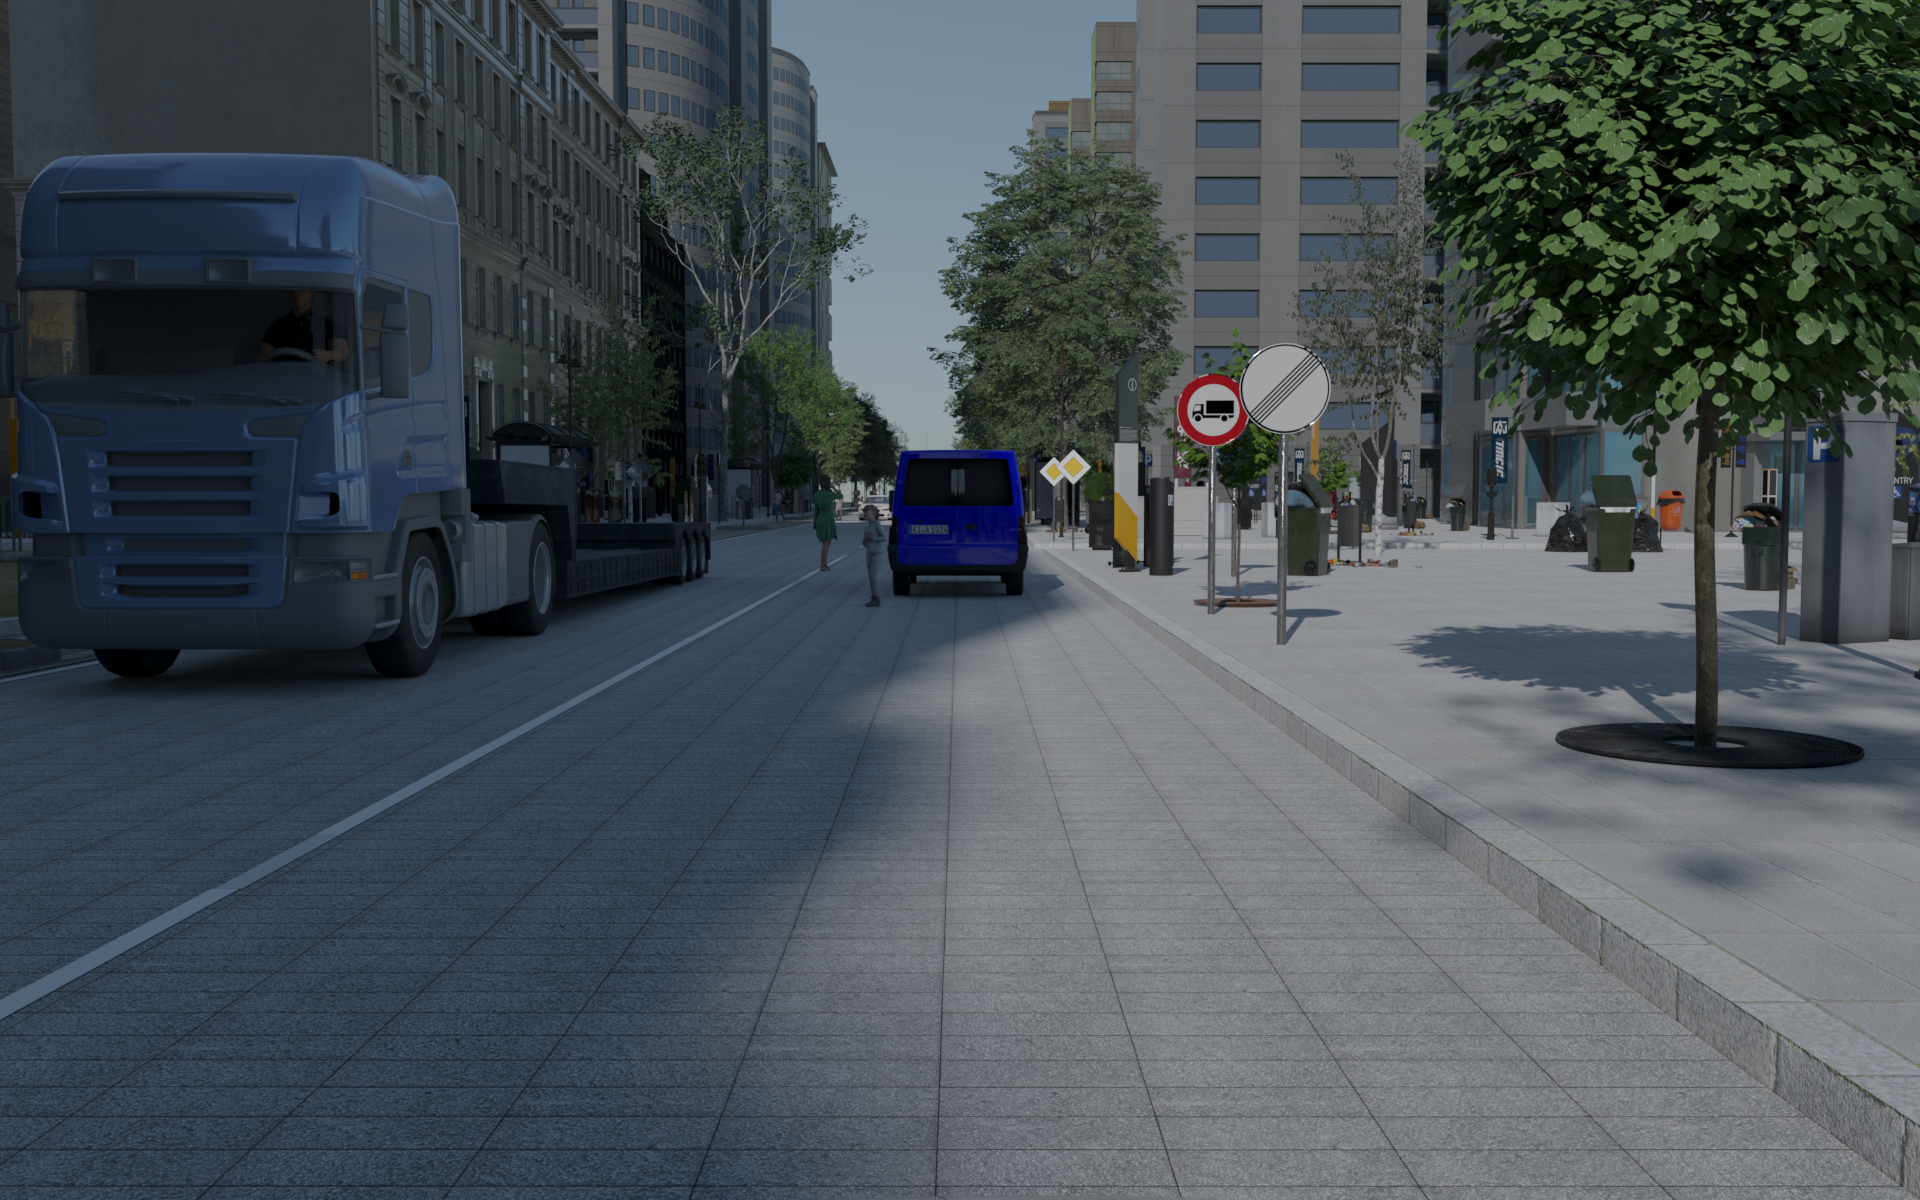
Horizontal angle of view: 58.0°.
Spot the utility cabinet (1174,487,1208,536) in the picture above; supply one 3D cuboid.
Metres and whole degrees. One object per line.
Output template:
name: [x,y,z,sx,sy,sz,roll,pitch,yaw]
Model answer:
utility cabinet: [7.019,-2.708,52.949,1.173,1.500,0.318,1,4,16]

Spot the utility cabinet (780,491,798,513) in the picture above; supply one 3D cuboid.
utility cabinet: [-11.741,-6.736,118.806,1.173,1.500,0.318,-2,4,-30]

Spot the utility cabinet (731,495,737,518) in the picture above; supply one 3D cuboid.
utility cabinet: [-11.917,-4.916,91.536,0.306,1.237,1.020,0,4,-5]

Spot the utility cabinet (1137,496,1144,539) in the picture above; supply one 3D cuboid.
utility cabinet: [5.204,-2.369,49.903,1.020,1.237,0.306,-2,4,-25]

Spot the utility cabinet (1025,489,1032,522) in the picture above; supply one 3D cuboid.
utility cabinet: [2.942,-4.319,79.294,0.318,1.500,1.173,1,4,22]

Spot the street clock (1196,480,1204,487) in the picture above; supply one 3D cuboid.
street clock: [12.801,-5.355,92.126,0.471,2.002,0.358,0,4,5]

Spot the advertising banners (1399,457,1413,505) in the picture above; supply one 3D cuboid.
advertising banners: [21.116,-5.251,82.050,0.090,3.025,2.074,2,4,32]

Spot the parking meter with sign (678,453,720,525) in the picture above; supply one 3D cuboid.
parking meter with sign: [-10.966,-4.682,72.810,1.738,3.016,0.543,0,4,-1]

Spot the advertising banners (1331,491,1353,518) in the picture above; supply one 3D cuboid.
advertising banners: [18.750,-5.569,87.242,2.074,3.025,0.090,0,4,3]

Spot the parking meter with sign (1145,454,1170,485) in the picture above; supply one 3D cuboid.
parking meter with sign: [8.710,-4.828,75.199,0.543,3.016,1.738,-3,4,-39]

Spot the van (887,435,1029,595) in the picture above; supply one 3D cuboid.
van: [-0.024,-1.332,26.169,2.240,2.365,5.245,0,3,0]

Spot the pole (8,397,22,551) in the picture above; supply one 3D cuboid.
pole: [-19.153,-2.524,35.105,0.158,3.312,0.155,0,3,0]

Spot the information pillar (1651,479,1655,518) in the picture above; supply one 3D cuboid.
information pillar: [19.628,-3.526,48.997,0.183,3.616,0.504,1,4,23]

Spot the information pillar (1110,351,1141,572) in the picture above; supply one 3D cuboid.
information pillar: [2.734,-2.262,28.346,0.504,3.616,0.183,-3,5,-42]

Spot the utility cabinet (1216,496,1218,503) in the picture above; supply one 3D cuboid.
utility cabinet: [10.335,-3.760,72.629,1.020,1.237,0.306,-2,4,-27]

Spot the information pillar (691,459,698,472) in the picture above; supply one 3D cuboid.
information pillar: [-17.803,-7.650,116.435,0.504,3.616,0.183,1,4,21]

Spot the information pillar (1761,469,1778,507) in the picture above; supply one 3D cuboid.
information pillar: [23.674,-2.825,50.686,0.304,2.012,0.304,-1,4,-13]

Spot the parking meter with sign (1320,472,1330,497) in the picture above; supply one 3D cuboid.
parking meter with sign: [14.709,-4.615,71.712,0.543,3.016,1.738,-2,4,-30]

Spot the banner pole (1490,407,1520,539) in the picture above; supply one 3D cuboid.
banner pole: [15.595,-3.641,49.545,0.863,3.779,0.401,1,4,22]

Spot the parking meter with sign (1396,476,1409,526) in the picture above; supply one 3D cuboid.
parking meter with sign: [17.122,-4.418,68.488,0.543,3.016,1.738,2,4,31]

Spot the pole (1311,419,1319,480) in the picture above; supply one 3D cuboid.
pole: [9.595,-3.244,46.875,0.158,3.312,0.155,0,3,0]

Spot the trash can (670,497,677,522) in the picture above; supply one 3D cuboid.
trash can: [-12.686,-4.056,77.965,0.748,1.137,0.748,0,3,0]

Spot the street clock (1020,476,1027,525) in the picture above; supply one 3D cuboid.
street clock: [2.494,-3.945,69.066,0.358,2.002,0.471,-1,4,-20]

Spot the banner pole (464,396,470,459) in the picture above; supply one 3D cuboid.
banner pole: [-11.358,-2.981,38.761,0.863,3.779,0.401,0,4,-2]

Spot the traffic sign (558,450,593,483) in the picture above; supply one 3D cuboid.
traffic sign: [-8.650,-2.160,38.954,0.795,2.450,0.064,0,3,0]

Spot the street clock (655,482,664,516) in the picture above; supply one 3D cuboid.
street clock: [-17.328,-5.833,99.940,0.358,2.002,0.471,2,4,33]

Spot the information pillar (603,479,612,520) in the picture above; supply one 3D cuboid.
information pillar: [-17.187,-4.894,84.509,0.304,2.012,0.304,1,4,16]

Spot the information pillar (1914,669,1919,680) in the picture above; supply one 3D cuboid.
information pillar: [6.749,-1.258,11.919,0.183,3.616,0.504,1,4,19]

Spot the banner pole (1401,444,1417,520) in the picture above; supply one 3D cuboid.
banner pole: [22.376,-5.890,86.324,0.863,3.779,0.401,0,4,1]

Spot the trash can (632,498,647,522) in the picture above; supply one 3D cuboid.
trash can: [-12.514,-3.413,67.449,0.748,1.137,0.748,0,3,0]

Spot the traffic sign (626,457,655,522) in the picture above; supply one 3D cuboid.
traffic sign: [-8.651,-2.648,46.939,0.795,2.450,0.064,0,3,0]

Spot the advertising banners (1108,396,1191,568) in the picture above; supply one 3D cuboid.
advertising banners: [3.404,-2.099,30.506,2.074,3.025,0.090,-3,4,-38]

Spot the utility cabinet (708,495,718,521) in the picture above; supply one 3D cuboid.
utility cabinet: [-11.643,-4.363,82.489,1.020,1.237,0.306,-1,4,-17]

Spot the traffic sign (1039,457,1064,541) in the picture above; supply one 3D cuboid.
traffic sign: [2.544,-2.647,46.920,0.795,2.450,0.064,0,3,0]

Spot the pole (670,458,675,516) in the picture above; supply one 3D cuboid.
pole: [-16.828,-6.559,101.078,0.158,3.312,0.155,0,3,0]

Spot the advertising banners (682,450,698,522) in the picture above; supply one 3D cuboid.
advertising banners: [-10.681,-4.433,68.660,0.090,3.025,2.074,0,4,8]

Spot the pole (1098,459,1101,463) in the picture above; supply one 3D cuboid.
pole: [7.919,-6.382,98.184,0.158,3.312,0.155,0,3,0]

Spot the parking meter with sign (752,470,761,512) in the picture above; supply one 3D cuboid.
parking meter with sign: [-14.801,-7.635,121.098,1.738,3.016,0.543,1,4,12]

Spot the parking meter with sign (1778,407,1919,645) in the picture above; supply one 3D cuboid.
parking meter with sign: [7.731,-1.146,14.994,1.738,3.016,0.543,-2,4,-26]

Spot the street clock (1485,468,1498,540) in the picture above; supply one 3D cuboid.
street clock: [14.826,-2.676,48.317,0.358,2.002,0.471,1,4,10]

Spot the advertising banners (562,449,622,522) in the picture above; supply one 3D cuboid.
advertising banners: [-11.563,-3.567,54.503,2.074,3.025,0.090,-2,4,-29]

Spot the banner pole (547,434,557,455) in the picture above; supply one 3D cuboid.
banner pole: [-15.099,-4.530,64.083,0.401,3.779,0.863,-3,5,-42]

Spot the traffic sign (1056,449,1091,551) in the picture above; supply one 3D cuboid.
traffic sign: [2.544,-2.159,38.935,0.795,2.450,0.064,0,3,0]

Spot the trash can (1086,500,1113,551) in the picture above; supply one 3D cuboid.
trash can: [3.241,-1.705,39.526,0.748,1.137,0.748,0,3,0]

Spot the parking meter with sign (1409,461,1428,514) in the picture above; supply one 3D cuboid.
parking meter with sign: [23.928,-5.856,92.004,1.738,3.016,0.543,1,4,15]

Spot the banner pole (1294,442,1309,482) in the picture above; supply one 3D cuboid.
banner pole: [16.459,-5.699,83.189,0.863,3.779,0.401,1,4,20]

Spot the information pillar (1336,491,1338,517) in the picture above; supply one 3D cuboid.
information pillar: [19.852,-5.356,92.067,0.304,2.012,0.304,-2,4,-32]

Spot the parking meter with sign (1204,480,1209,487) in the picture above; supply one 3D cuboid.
parking meter with sign: [12.577,-5.581,87.507,0.543,3.016,1.738,1,4,18]

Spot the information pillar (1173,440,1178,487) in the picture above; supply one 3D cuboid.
information pillar: [6.997,-3.971,56.287,0.183,3.616,0.504,0,4,-2]

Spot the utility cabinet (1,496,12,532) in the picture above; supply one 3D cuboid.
utility cabinet: [-32.263,-2.927,59.020,0.306,1.237,1.020,2,4,33]

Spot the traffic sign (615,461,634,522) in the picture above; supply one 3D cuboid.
traffic sign: [-10.312,-3.129,53.284,0.606,2.300,0.079,0,4,2]

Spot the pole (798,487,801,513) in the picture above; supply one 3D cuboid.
pole: [-11.158,-7.740,120.384,0.158,3.312,0.155,0,3,0]

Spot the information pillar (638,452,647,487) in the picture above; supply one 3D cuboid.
information pillar: [-17.651,-6.417,96.278,0.504,3.616,0.183,0,4,-2]

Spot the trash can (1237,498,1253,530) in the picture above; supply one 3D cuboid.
trash can: [10.167,-3.093,62.224,0.748,1.137,0.748,0,3,0]
